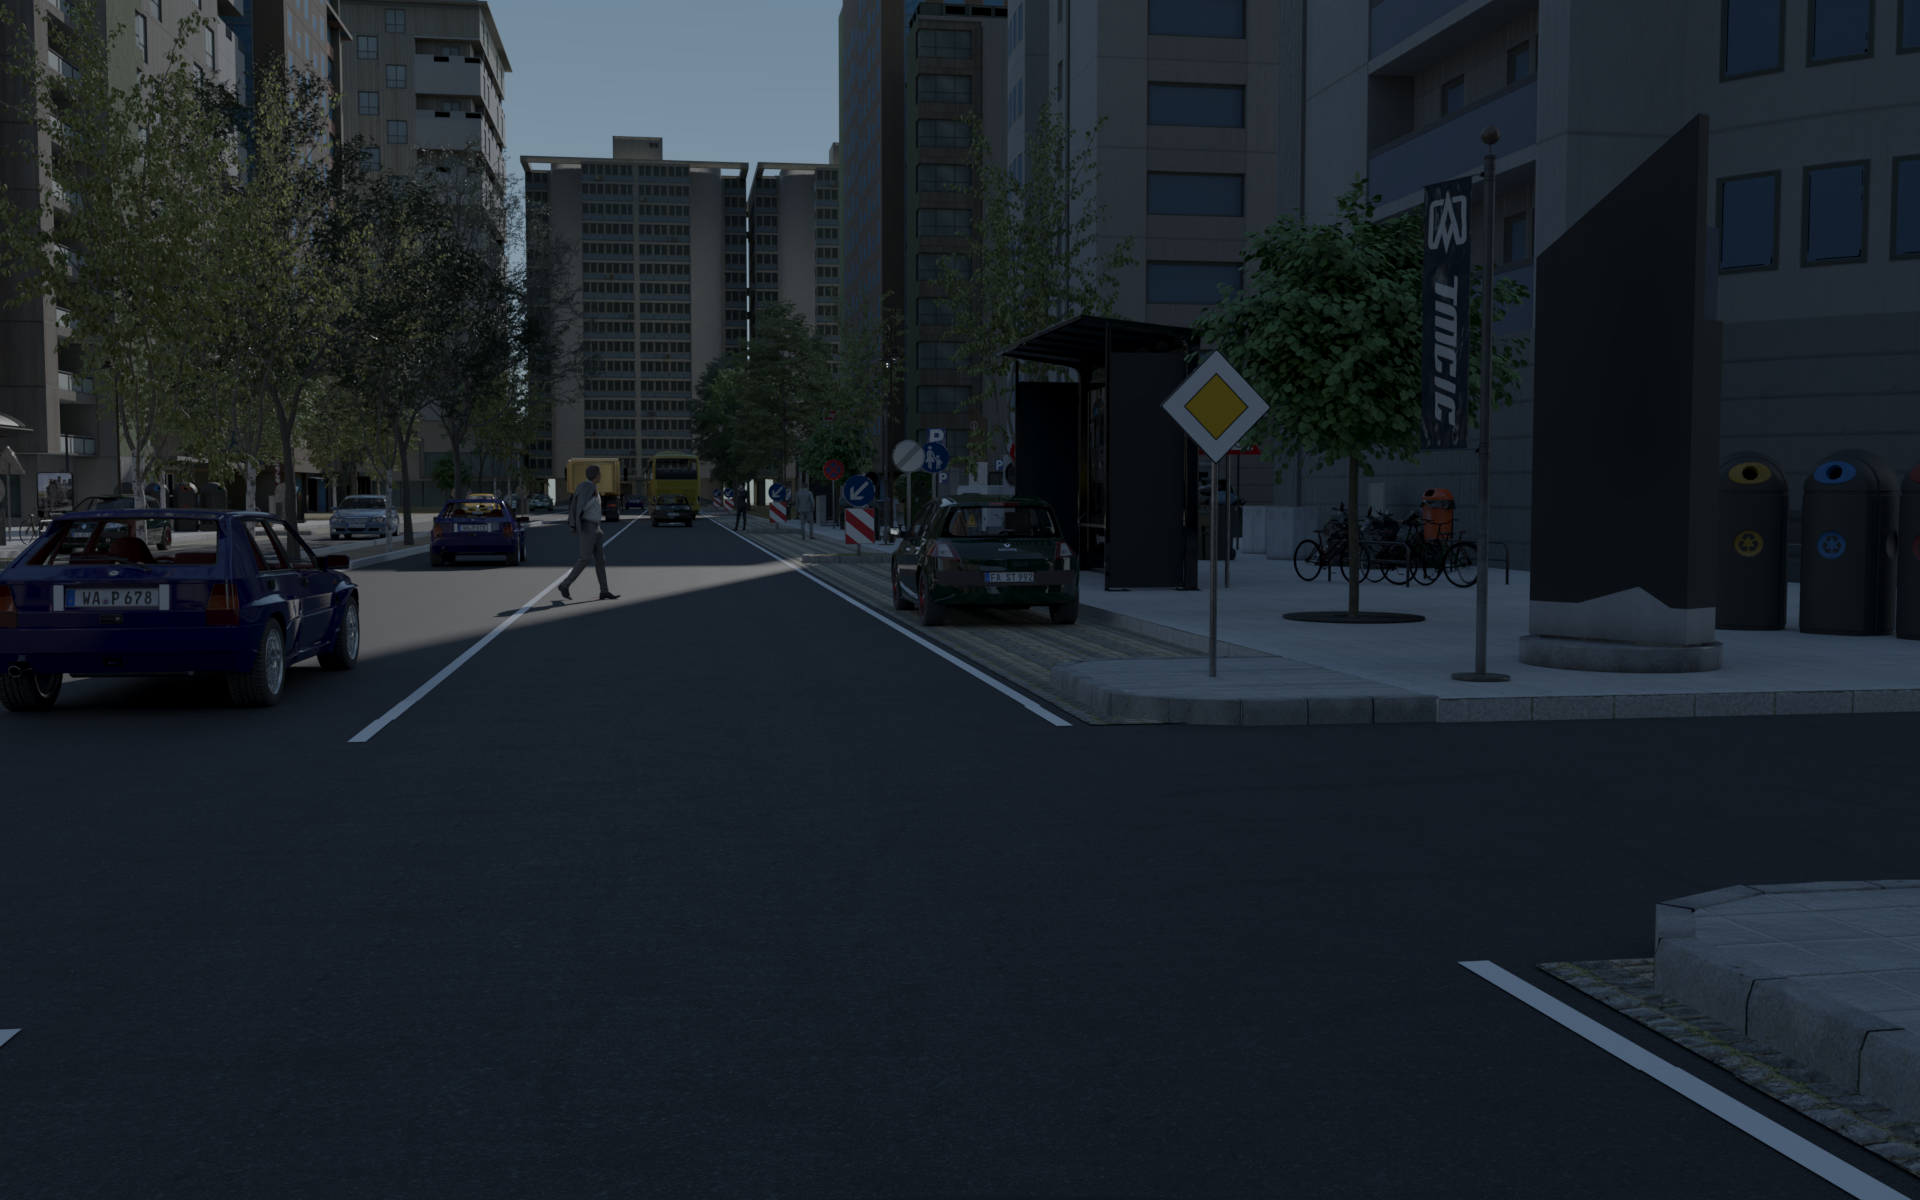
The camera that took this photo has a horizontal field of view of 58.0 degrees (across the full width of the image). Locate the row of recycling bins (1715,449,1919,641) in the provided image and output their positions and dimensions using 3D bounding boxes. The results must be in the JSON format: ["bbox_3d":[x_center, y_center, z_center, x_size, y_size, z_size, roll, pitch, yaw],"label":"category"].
[{"bbox_3d":[8.418,-0.520,15.614,1.069,1.692,3.534,-3,5,-41],"label":"row of recycling bins"}]

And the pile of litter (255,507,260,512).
[{"bbox_3d":[-27.415,-3.301,67.940,1.176,0.858,1.719,1,4,10],"label":"pile of litter"}]

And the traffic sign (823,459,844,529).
[{"bbox_3d":[-4.652,-3.897,63.826,0.768,2.556,0.104,0,4,-2],"label":"traffic sign"}]

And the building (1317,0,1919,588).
[{"bbox_3d":[22.649,-30.014,32.723,28.212,58.520,21.231,-1,4,-10],"label":"building"}]

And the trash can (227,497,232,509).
[{"bbox_3d":[-31.334,-3.790,73.620,0.748,1.137,0.748,0,3,0],"label":"trash can"}]

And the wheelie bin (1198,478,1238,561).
[{"bbox_3d":[4.954,-1.569,33.563,0.980,1.594,0.693,3,5,43],"label":"wheelie bin"}]

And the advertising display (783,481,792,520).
[{"bbox_3d":[-8.409,-4.844,84.406,0.123,1.923,0.974,1,4,13],"label":"advertising display"}]

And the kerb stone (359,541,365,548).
[{"bbox_3d":[-15.862,-1.430,45.568,0.120,0.150,1.000,-1,4,-10],"label":"kerb stone"}]

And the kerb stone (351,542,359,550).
[{"bbox_3d":[-15.691,-1.368,44.560,0.120,0.150,1.000,-1,4,-10],"label":"kerb stone"}]

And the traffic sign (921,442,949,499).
[{"bbox_3d":[-0.643,-2.582,42.322,0.768,2.556,0.104,0,4,-6],"label":"traffic sign"}]

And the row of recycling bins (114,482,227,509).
[{"bbox_3d":[-26.869,-3.171,58.967,3.534,1.692,1.069,-3,4,-37],"label":"row of recycling bins"}]

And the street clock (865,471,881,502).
[{"bbox_3d":[-2.791,-3.113,55.475,0.471,2.002,0.358,2,4,24],"label":"street clock"}]

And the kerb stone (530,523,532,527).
[{"bbox_3d":[-18.585,-3.186,74.307,0.120,0.150,1.000,-1,4,-10],"label":"kerb stone"}]

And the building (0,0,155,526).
[{"bbox_3d":[-42.318,-23.608,69.583,14.154,41.232,14.086,-1,4,-10],"label":"building"}]

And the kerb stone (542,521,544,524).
[{"bbox_3d":[-19.776,-3.614,81.378,0.120,0.150,1.000,-1,4,-10],"label":"kerb stone"}]

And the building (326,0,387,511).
[{"bbox_3d":[-61.677,-29.383,135.030,28.867,44.769,22.147,-1,4,-10],"label":"building"}]

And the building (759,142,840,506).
[{"bbox_3d":[-11.596,-30.728,194.291,23.993,40.220,32.217,-1,4,-10],"label":"building"}]

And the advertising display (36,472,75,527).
[{"bbox_3d":[-26.077,-2.737,49.958,0.974,1.923,0.123,-1,4,-12],"label":"advertising display"}]

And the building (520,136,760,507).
[{"bbox_3d":[-35.345,-30.517,190.840,23.993,40.220,32.217,-1,4,-10],"label":"building"}]

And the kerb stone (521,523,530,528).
[{"bbox_3d":[-18.410,-3.121,73.300,0.120,0.150,1.000,-1,4,-10],"label":"kerb stone"}]

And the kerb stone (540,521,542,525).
[{"bbox_3d":[-19.601,-3.558,80.371,0.120,0.150,1.000,-1,4,-10],"label":"kerb stone"}]

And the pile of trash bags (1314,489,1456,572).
[{"bbox_3d":[7.569,-1.233,29.909,1.912,1.369,3.447,-1,4,-13],"label":"pile of trash bags"}]

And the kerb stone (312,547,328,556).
[{"bbox_3d":[-15.008,-1.121,40.525,0.120,0.150,1.000,-1,4,-10],"label":"kerb stone"}]

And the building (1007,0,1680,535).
[{"bbox_3d":[12.629,-32.472,72.911,21.231,58.520,28.212,-1,4,-10],"label":"building"}]

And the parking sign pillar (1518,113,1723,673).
[{"bbox_3d":[4.980,-1.499,12.980,1.447,3.967,1.447,-3,4,-38],"label":"parking sign pillar"}]

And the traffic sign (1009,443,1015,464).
[{"bbox_3d":[1.463,-2.319,38.016,0.768,2.556,0.104,0,4,-1],"label":"traffic sign"}]

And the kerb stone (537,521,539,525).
[{"bbox_3d":[-19.263,-3.434,78.349,0.120,0.150,1.000,-1,4,-10],"label":"kerb stone"}]

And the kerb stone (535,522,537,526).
[{"bbox_3d":[-19.092,-3.373,77.341,0.120,0.150,1.000,-1,4,-10],"label":"kerb stone"}]

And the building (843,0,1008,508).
[{"bbox_3d":[-1.452,-29.626,134.491,14.600,45.320,14.200,-1,4,-10],"label":"building"}]

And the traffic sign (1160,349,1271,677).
[{"bbox_3d":[1.771,-0.517,12.089,0.795,2.450,0.064,-1,4,-10],"label":"traffic sign"}]

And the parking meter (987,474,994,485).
[{"bbox_3d":[0.762,-2.701,49.876,0.399,1.863,0.255,2,4,34],"label":"parking meter"}]

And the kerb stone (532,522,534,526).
[{"bbox_3d":[-18.750,-3.250,75.325,0.120,0.150,1.000,-1,4,-10],"label":"kerb stone"}]

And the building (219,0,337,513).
[{"bbox_3d":[-50.188,-28.401,114.468,14.600,45.320,14.200,-1,4,-10],"label":"building"}]

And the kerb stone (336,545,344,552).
[{"bbox_3d":[-15.351,-1.244,42.541,0.120,0.150,1.000,-1,4,-10],"label":"kerb stone"}]

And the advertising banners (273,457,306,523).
[{"bbox_3d":[-29.645,-4.915,76.545,2.074,3.025,0.090,2,4,31],"label":"advertising banners"}]

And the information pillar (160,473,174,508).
[{"bbox_3d":[-27.804,-3.442,60.768,0.304,2.012,0.304,1,4,20],"label":"information pillar"}]

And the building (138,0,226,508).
[{"bbox_3d":[-54.718,-30.755,92.076,28.713,52.752,27.495,-1,4,-10],"label":"building"}]

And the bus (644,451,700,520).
[{"bbox_3d":[-16.527,-6.598,99.431,2.896,3.916,12.252,-1,4,-12],"label":"bus"}]

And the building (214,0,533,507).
[{"bbox_3d":[-60.450,-36.409,184.525,27.495,52.752,28.713,-1,4,-10],"label":"building"}]

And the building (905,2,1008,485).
[{"bbox_3d":[3.411,-20.509,107.027,14.160,30.474,14.107,-1,4,-10],"label":"building"}]

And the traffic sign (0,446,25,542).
[{"bbox_3d":[-25.595,-2.849,46.589,0.884,2.594,0.081,0,4,-4],"label":"traffic sign"}]

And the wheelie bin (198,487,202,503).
[{"bbox_3d":[-33.529,-4.241,77.246,0.980,1.594,0.693,-2,4,-29],"label":"wheelie bin"}]

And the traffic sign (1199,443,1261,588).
[{"bbox_3d":[3.639,-1.439,23.533,0.884,2.594,0.081,0,4,-5],"label":"traffic sign"}]

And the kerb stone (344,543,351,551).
[{"bbox_3d":[-15.521,-1.303,43.550,0.120,0.150,1.000,-1,4,-10],"label":"kerb stone"}]

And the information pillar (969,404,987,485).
[{"bbox_3d":[0.454,-3.274,44.886,0.504,3.616,0.183,1,4,18],"label":"information pillar"}]

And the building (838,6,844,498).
[{"bbox_3d":[-3.521,-28.450,148.758,14.154,41.232,14.086,-1,4,-10],"label":"building"}]

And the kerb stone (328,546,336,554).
[{"bbox_3d":[-15.179,-1.180,41.533,0.120,0.150,1.000,-1,4,-10],"label":"kerb stone"}]

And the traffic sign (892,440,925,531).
[{"bbox_3d":[-1.215,-2.498,40.953,0.768,2.556,0.104,0,4,-1],"label":"traffic sign"}]
